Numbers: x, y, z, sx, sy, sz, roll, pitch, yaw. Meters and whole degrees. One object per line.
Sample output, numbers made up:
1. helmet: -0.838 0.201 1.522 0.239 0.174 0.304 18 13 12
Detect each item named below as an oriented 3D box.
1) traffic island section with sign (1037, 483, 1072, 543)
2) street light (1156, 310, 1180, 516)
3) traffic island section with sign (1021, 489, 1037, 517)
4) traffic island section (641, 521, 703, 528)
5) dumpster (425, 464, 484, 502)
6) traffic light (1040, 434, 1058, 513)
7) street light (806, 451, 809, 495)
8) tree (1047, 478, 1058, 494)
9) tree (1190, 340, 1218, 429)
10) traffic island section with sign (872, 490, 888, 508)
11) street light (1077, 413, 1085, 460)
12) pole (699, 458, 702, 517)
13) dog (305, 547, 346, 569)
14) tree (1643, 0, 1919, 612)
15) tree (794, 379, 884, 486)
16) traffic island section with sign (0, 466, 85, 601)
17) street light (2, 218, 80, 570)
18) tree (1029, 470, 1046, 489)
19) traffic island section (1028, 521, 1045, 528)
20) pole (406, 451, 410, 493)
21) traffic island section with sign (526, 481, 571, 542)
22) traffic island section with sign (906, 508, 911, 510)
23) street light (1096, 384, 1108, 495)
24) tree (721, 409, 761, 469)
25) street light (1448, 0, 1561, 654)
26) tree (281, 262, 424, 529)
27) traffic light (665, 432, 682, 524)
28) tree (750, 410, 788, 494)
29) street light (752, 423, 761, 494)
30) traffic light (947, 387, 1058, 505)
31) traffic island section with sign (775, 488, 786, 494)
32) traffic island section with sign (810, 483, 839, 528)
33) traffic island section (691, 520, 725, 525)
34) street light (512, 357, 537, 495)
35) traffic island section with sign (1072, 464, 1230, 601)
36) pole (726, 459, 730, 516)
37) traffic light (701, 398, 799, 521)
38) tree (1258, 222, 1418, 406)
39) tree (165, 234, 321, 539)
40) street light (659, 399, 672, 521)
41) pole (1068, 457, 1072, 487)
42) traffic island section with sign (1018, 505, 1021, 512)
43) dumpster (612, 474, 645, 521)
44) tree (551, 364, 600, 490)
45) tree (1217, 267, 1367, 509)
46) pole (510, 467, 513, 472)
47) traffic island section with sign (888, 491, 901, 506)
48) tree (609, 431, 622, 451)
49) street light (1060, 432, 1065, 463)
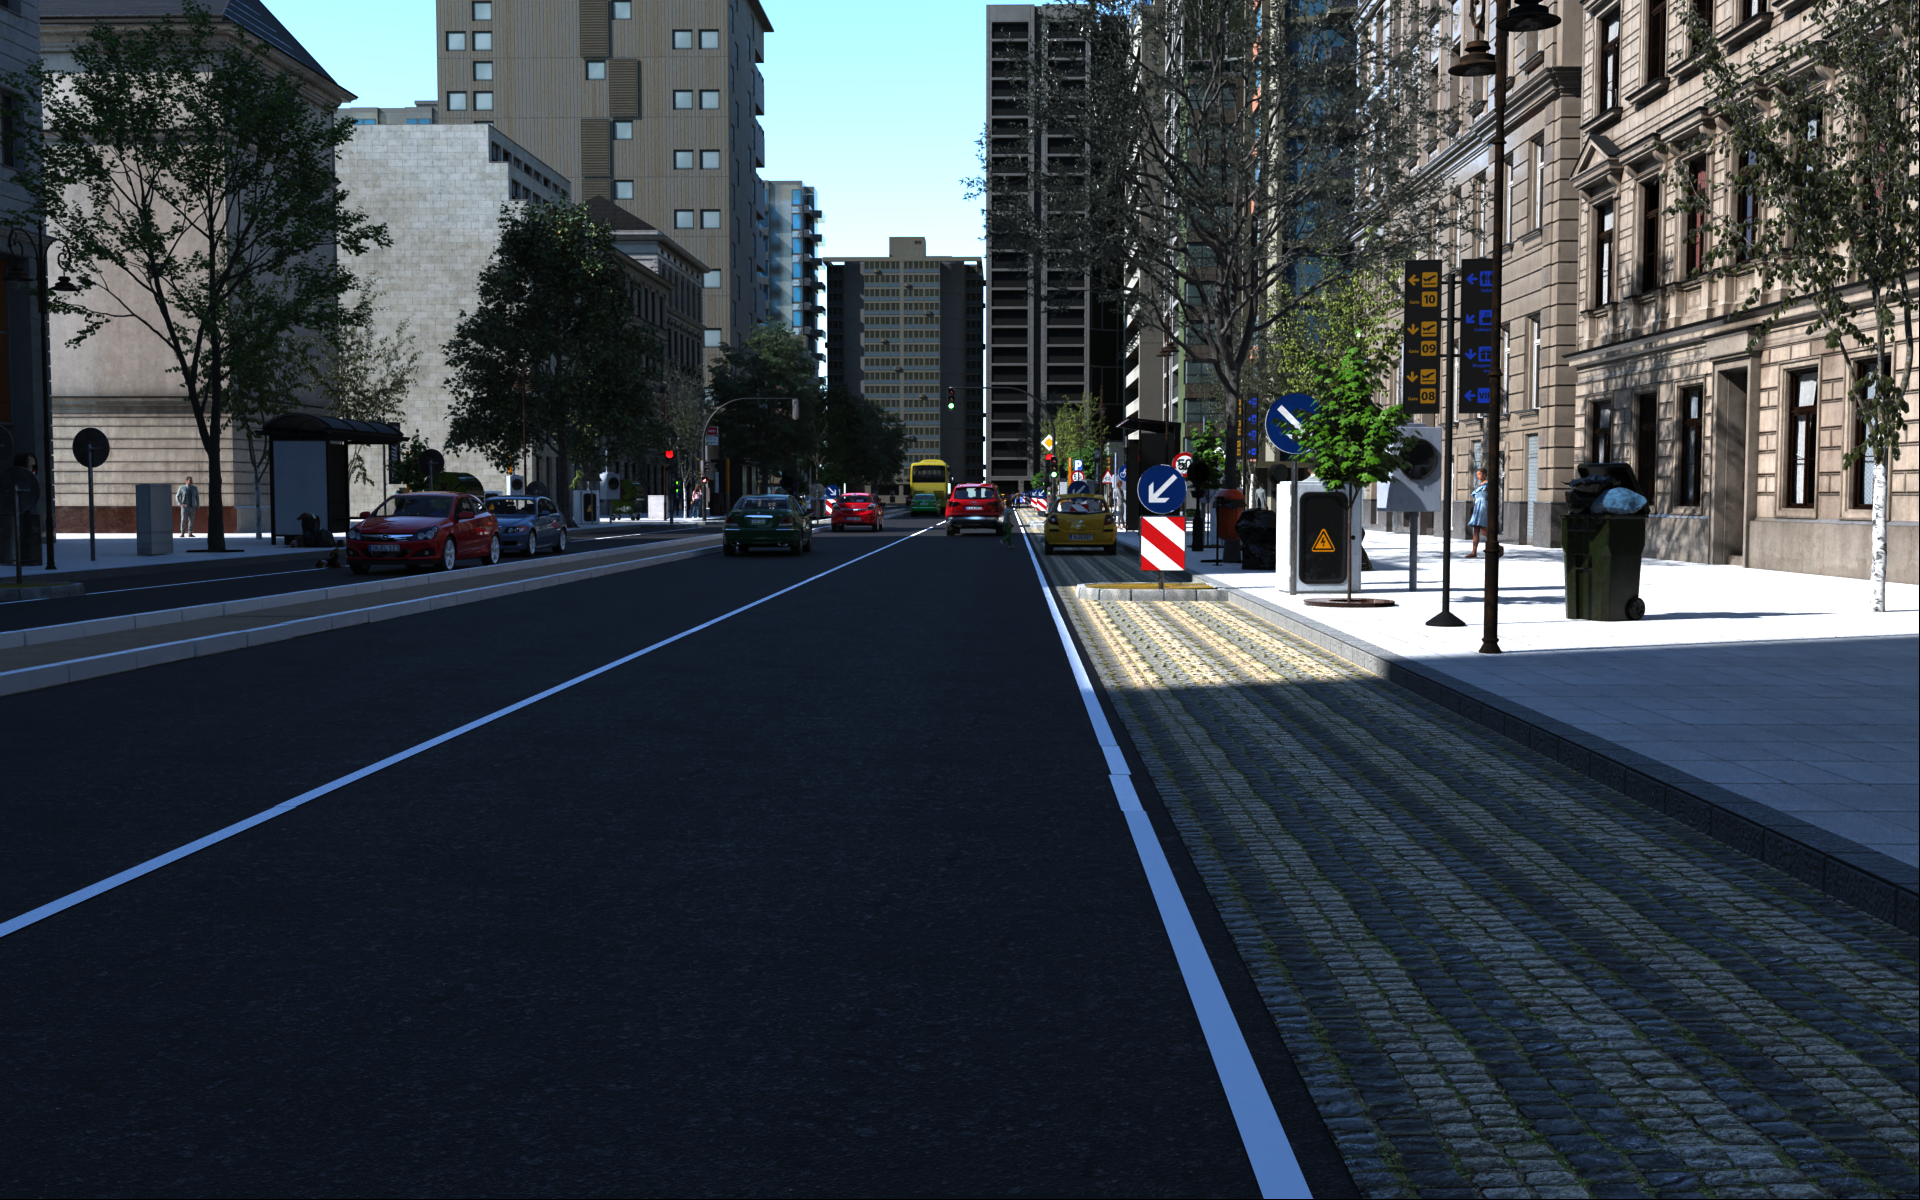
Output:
1. traffic island section with sign: 3.381 -2.612 51.331 1.989 1.847 2.006 0 4 2
2. street light: 5.223 -4.335 43.672 0.468 5.910 1.993 0 4 2
3. traffic island section with sign: 4.936 -6.038 107.353 1.989 1.847 2.006 0 4 2
4. traffic island section: -12.346 -3.165 74.032 2.009 0.180 2.903 0 4 2
5. dumpster: -16.207 -3.228 55.271 1.502 2.255 1.985 0 4 2
6. traffic light: 4.172 -5.659 81.443 0.839 4.253 0.868 0 4 2
7. street light: -12.508 -10.377 142.455 0.468 5.910 1.993 0 4 2
8. tree: 9.542 -11.062 175.459 1.663 3.219 1.824 0 3 0
9. tree: 10.564 -6.889 63.001 4.360 8.622 3.978 0 3 0
10. traffic island section with sign: -8.949 -10.716 183.841 1.989 1.847 2.006 0 4 2
11. street light: 6.754 -7.594 96.943 0.468 5.910 1.993 0 4 2
12. pole: -14.518 -6.303 96.896 0.158 3.312 0.155 0 3 0
13. dog: -12.274 -0.814 33.508 0.748 0.427 0.550 -1 4 -17
14. tree: 9.759 -4.176 18.646 4.360 8.622 3.978 0 3 0
15. tree: -12.537 -15.679 173.361 9.611 12.733 9.660 0 3 0
16. traffic island section with sign: -13.412 -0.945 24.085 1.989 1.847 2.006 0 4 2
17. street light: -15.488 -3.458 29.327 0.468 5.910 1.993 0 4 2
18. tree: 10.730 -15.000 228.967 4.285 4.588 4.351 0 3 0
19. traffic island section: 4.211 -3.625 81.556 2.009 0.180 2.903 0 4 2
20. pole: -26.166 -5.399 82.114 0.158 3.312 0.155 0 3 0
21. traffic island section with sign: -12.645 -2.613 51.356 1.989 1.847 2.006 0 4 2
22. traffic island section with sign: -3.859 -9.081 156.608 2.006 1.907 1.989 0 4 2
23. street light: 5.954 -6.132 73.041 0.468 5.910 1.993 0 4 2
24. tree: -17.041 -11.364 136.158 4.737 8.622 4.395 0 3 0
25. street light: 4.285 -2.509 13.818 0.468 5.910 1.993 0 4 2
26. tree: -19.669 -6.470 56.146 4.360 8.622 3.978 0 3 0
27. traffic light: -12.306 -5.197 73.896 0.839 4.253 0.868 0 4 2
28. tree: -15.686 -11.778 142.931 4.360 8.622 3.978 0 3 0
29. street light: -13.218 -8.560 112.750 0.468 5.910 1.993 0 4 2
30. traffic light: 1.856 -6.037 73.378 4.771 5.953 1.251 0 4 2
31. traffic island section with sign: -11.090 -6.018 107.029 1.989 1.847 2.006 0 4 2
32. traffic island section with sign: -5.942 -4.487 81.498 2.006 1.907 1.989 0 4 2
33. traffic island section: -12.124 -3.653 82.014 2.009 0.180 2.903 0 4 2
34. street light: -14.741 -5.253 58.674 0.468 5.910 1.993 0 4 2
35. traffic island section with sign: 2.621 -0.937 23.953 1.989 1.847 2.006 0 4 2
36. pole: -13.441 -6.510 100.274 0.158 3.312 0.155 0 3 0
37. traffic light: -9.990 -6.556 81.855 4.771 5.953 1.251 0 4 2
38. tree: 9.916 -5.756 44.467 4.737 8.622 4.395 0 3 0
39. tree: -19.882 -6.010 48.623 4.737 8.622 4.395 0 3 0
40. street light: -14.097 -6.719 82.647 0.468 5.910 1.993 0 4 2
41. pole: 6.119 -6.261 96.210 0.158 3.312 0.155 0 3 0
42. traffic island section with sign: 5.692 -7.701 134.541 1.989 1.847 2.006 0 4 2
43. dumpster: -16.187 -4.979 83.900 1.502 2.255 1.985 0 4 1
44. tree: -19.898 -8.621 91.319 4.737 8.622 4.395 0 3 0
45. tree: 11.088 -6.407 55.123 4.360 8.622 3.978 0 3 0
46. pole: -21.693 -5.495 83.680 0.158 3.312 0.155 0 3 0
47. traffic island section with sign: -8.188 -12.402 211.397 1.989 1.847 2.006 0 4 2
48. tree: -18.762 -9.121 99.498 4.360 8.622 3.978 0 3 0
49. street light: 7.499 -9.389 126.290 0.468 5.910 1.993 0 4 2
